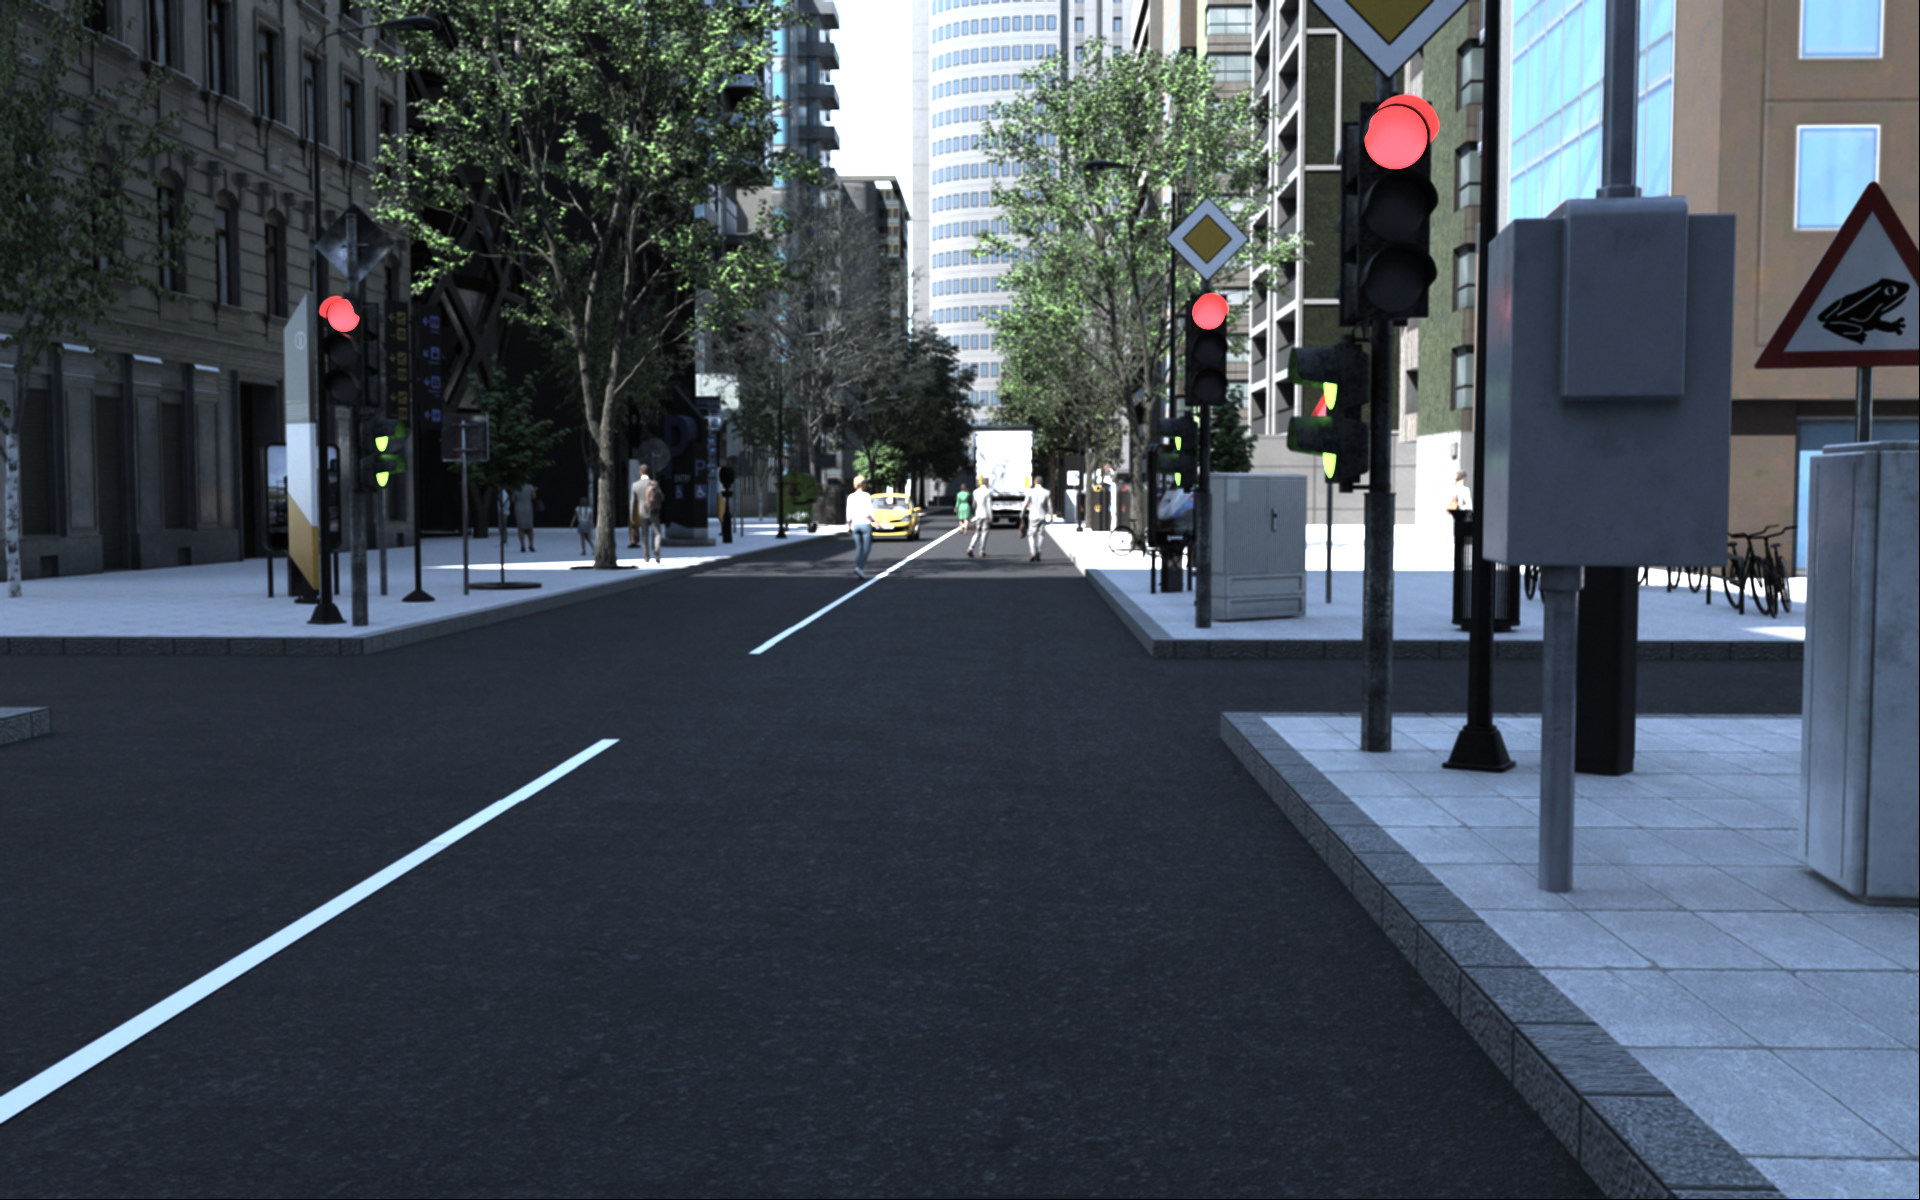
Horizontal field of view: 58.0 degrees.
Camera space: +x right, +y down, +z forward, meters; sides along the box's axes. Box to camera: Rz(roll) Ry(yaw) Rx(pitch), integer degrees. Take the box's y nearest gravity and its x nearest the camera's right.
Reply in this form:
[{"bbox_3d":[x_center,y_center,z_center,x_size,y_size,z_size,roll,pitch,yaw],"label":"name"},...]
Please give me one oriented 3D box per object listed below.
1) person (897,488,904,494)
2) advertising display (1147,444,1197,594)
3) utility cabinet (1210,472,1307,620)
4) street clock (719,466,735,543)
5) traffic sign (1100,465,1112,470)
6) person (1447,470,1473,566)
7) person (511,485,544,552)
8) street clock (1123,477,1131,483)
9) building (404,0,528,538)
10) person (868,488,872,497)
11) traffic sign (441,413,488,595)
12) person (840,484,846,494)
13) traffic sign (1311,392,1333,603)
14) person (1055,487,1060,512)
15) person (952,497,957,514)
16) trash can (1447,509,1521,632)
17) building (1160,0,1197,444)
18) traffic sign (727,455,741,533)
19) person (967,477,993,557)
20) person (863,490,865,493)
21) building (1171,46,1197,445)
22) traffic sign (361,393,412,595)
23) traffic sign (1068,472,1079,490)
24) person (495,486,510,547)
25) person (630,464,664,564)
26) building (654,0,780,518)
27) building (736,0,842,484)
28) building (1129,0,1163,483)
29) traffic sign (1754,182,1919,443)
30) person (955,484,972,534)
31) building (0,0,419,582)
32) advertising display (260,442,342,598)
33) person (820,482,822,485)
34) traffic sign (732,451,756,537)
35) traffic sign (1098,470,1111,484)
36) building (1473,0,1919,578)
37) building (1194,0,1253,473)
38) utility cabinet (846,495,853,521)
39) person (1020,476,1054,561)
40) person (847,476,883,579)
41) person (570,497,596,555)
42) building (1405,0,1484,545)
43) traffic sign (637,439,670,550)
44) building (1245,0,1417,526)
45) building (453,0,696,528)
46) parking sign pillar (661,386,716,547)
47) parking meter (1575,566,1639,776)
[{"bbox_3d":[-5.362,-9.103,154.738,0.599,1.838,0.709,-2,4,-32],"label":"person"},{"bbox_3d":[2.772,-1.064,22.607,0.123,1.923,0.974,3,5,41],"label":"advertising display"},{"bbox_3d":[3.046,-0.553,17.728,1.173,1.500,0.318,-3,4,-36],"label":"utility cabinet"},{"bbox_3d":[-6.108,-2.499,45.427,0.358,2.002,0.471,-2,4,-34],"label":"street clock"},{"bbox_3d":[6.559,-4.702,76.985,0.768,2.556,0.104,0,4,4],"label":"traffic sign"},{"bbox_3d":[8.752,-1.422,30.304,0.522,1.701,0.512,-2,4,-32],"label":"person"},{"bbox_3d":[-9.589,-1.961,38.463,0.716,1.782,0.532,-1,4,-10],"label":"person"},{"bbox_3d":[7.188,-4.247,74.014,0.471,2.002,0.358,0,4,-1],"label":"street clock"},{"bbox_3d":[-21.866,-11.237,51.176,16.820,18.784,16.811,0,4,2],"label":"building"},{"bbox_3d":[-6.514,-7.272,125.862,0.541,1.710,0.530,-3,4,-36],"label":"person"},{"bbox_3d":[-6.282,-1.214,21.985,0.606,2.300,0.079,0,4,5],"label":"traffic sign"},{"bbox_3d":[-5.849,-4.748,83.940,0.793,1.790,0.793,0,4,-1],"label":"person"},{"bbox_3d":[4.334,-1.241,20.296,0.884,2.594,0.081,1,4,11],"label":"traffic sign"},{"bbox_3d":[6.939,-7.235,124.354,0.705,1.821,1.348,-2,4,-33],"label":"person"},{"bbox_3d":[-0.187,-6.823,123.295,0.697,1.427,0.421,1,4,15],"label":"person"},{"bbox_3d":[4.940,-0.280,16.237,0.748,1.137,0.748,0,3,0],"label":"trash can"},{"bbox_3d":[22.612,-29.319,129.484,14.600,45.320,14.200,0,4,2],"label":"building"},{"bbox_3d":[-7.429,-3.481,57.016,0.768,2.556,0.104,0,4,8],"label":"traffic sign"},{"bbox_3d":[0.525,-1.881,39.382,0.709,1.813,0.853,3,5,40],"label":"person"},{"bbox_3d":[-9.058,-9.716,164.767,0.599,1.838,0.709,1,4,17],"label":"person"},{"bbox_3d":[20.922,-21.031,115.561,14.160,30.474,14.107,0,4,2],"label":"building"},{"bbox_3d":[-7.299,-1.331,21.867,0.768,2.556,0.104,0,4,3],"label":"traffic sign"},{"bbox_3d":[5.204,-4.687,78.763,0.606,2.300,0.079,0,4,4],"label":"traffic sign"},{"bbox_3d":[-11.193,-2.113,42.400,0.330,1.601,0.589,0,4,4],"label":"person"},{"bbox_3d":[-5.800,-1.598,32.132,0.622,1.834,0.822,-1,4,-11],"label":"person"},{"bbox_3d":[-22.474,-48.532,106.178,22.319,86.520,31.000,0,4,2],"label":"building"},{"bbox_3d":[-25.854,-32.334,148.276,30.456,49.044,23.786,0,4,2],"label":"building"},{"bbox_3d":[25.903,-32.035,147.466,21.300,48.544,21.600,0,4,2],"label":"building"},{"bbox_3d":[3.809,-0.448,7.323,0.884,2.594,0.081,1,4,11],"label":"traffic sign"},{"bbox_3d":[0.127,-3.248,61.853,0.600,1.795,0.529,0,4,-8],"label":"person"},{"bbox_3d":[-18.333,-11.274,33.480,9.793,20.994,18.267,0,4,2],"label":"building"},{"bbox_3d":[-8.256,-1.011,21.741,0.974,1.923,0.123,-3,5,-45],"label":"advertising display"},{"bbox_3d":[-6.422,-4.565,80.541,0.748,1.841,0.638,-2,4,-25],"label":"person"},{"bbox_3d":[-6.519,-3.165,51.750,0.884,2.594,0.081,0,4,4],"label":"traffic sign"},{"bbox_3d":[6.047,-4.306,72.539,0.606,2.300,0.079,1,4,11],"label":"traffic sign"},{"bbox_3d":[18.561,-23.315,31.315,14.200,45.320,14.600,0,4,2],"label":"building"},{"bbox_3d":[20.596,-25.510,100.688,14.154,41.232,14.086,0,4,2],"label":"building"},{"bbox_3d":[-5.253,-4.282,81.179,1.020,1.237,0.306,1,4,10],"label":"utility cabinet"},{"bbox_3d":[1.639,-1.738,37.037,0.709,1.813,0.853,0,4,-8],"label":"person"},{"bbox_3d":[-1.638,-1.227,29.226,0.731,1.740,0.598,1,4,19],"label":"person"},{"bbox_3d":[-7.914,-1.547,36.347,0.505,1.210,0.382,-2,4,-26],"label":"person"},{"bbox_3d":[19.844,-16.990,49.483,14.160,30.474,14.107,0,4,2],"label":"building"},{"bbox_3d":[-7.050,-2.429,39.817,0.768,2.556,0.104,0,4,5],"label":"traffic sign"},{"bbox_3d":[21.961,-38.853,73.498,20.563,71.187,20.611,0,4,2],"label":"building"},{"bbox_3d":[-18.779,-14.888,73.099,12.332,23.373,15.834,0,4,2],"label":"building"},{"bbox_3d":[-6.748,-3.311,42.608,1.447,3.967,1.447,-3,5,-42],"label":"parking sign pillar"},{"bbox_3d":[2.912,-0.141,8.022,0.399,1.863,0.255,3,5,41],"label":"parking meter"}]
